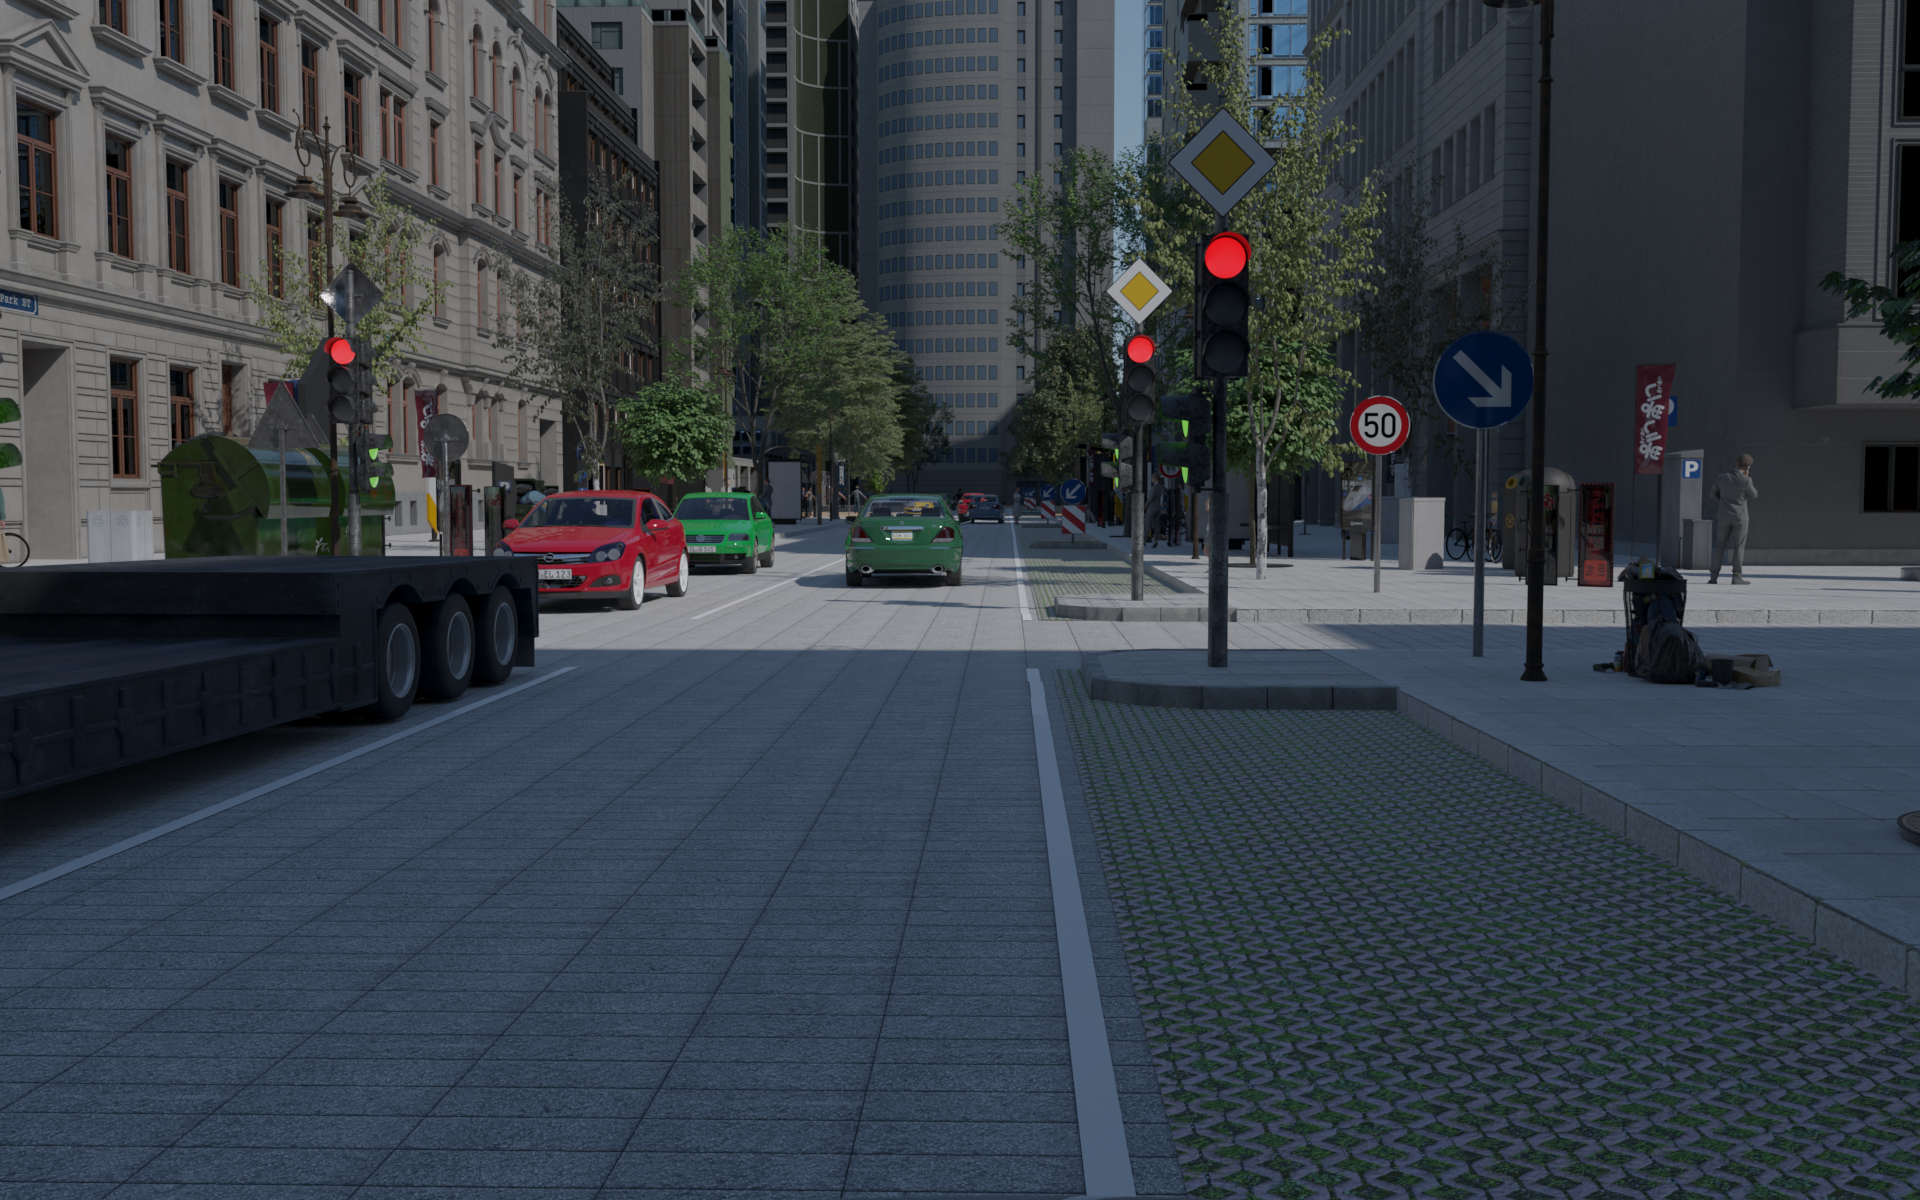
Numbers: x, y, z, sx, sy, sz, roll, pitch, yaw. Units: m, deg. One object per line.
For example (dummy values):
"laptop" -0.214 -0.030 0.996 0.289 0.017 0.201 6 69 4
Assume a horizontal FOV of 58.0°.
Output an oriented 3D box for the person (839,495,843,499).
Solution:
"person" -9.043 -7.333 126.642 1.217 1.736 0.721 3 5 41

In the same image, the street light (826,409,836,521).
"street light" -6.123 -6.680 82.013 0.468 5.910 1.993 0 4 2

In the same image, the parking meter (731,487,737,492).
"parking meter" -8.071 -3.236 61.321 0.372 1.533 0.369 0 3 0

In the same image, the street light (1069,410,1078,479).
"street light" 6.236 -7.503 95.460 0.468 5.910 1.993 0 4 2

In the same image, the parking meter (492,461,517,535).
"parking meter" -8.124 -1.541 30.899 0.399 1.863 0.255 -2 4 -24

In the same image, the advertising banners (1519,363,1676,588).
"advertising banners" 8.744 -1.691 23.833 2.074 3.025 0.090 3 5 39

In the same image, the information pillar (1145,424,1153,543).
"information pillar" 4.998 -3.324 45.705 0.183 3.616 0.504 0 4 5

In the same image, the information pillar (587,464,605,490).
"information pillar" -8.825 -2.295 42.008 0.304 2.012 0.304 2 4 34

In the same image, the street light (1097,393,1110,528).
"street light" 5.402 -5.630 64.846 0.468 5.910 1.993 0 4 2

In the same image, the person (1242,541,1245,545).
"person" 7.363 -2.312 43.751 0.836 1.842 0.656 3 5 41

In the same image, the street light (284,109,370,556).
"street light" -7.738 -2.969 21.332 0.468 5.910 1.993 0 4 2

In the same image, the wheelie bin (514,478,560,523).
"wheelie bin" -9.729 -1.922 39.329 0.980 1.594 0.693 1 4 20

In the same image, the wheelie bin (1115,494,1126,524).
"wheelie bin" 6.963 -4.027 73.754 0.980 1.594 0.693 1 4 14

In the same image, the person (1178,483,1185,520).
"person" 10.571 -4.684 82.900 0.678 1.792 0.850 2 4 34

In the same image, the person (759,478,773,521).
"person" -7.050 -3.476 62.683 0.447 1.846 0.655 2 4 25

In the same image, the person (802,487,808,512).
"person" -11.037 -7.134 123.140 0.568 1.767 0.683 3 5 41

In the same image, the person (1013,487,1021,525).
"person" 2.709 -4.350 80.197 0.524 1.755 0.480 2 4 34

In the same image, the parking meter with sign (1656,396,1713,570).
"parking meter with sign" 12.480 -2.062 29.974 0.543 3.016 1.738 0 4 -3

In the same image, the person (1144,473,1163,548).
"person" 4.522 -2.136 41.247 0.573 1.790 0.520 1 4 16

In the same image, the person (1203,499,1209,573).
"person" 4.160 -1.042 28.098 0.382 1.210 0.505 -1 4 -14

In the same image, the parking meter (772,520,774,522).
"parking meter" -8.400 -4.310 78.883 0.372 1.533 0.369 0 3 0

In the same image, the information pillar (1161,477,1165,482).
"information pillar" 8.635 -4.274 74.369 0.304 2.012 0.304 0 4 8

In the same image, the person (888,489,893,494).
"person" -6.755 -9.937 168.969 0.683 1.767 0.568 2 4 30

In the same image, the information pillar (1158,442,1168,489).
"information pillar" 9.027 -5.252 77.224 0.504 3.616 0.183 2 4 29

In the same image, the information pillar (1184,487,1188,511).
"information pillar" 9.849 -5.057 74.035 0.504 3.616 0.183 0 4 7

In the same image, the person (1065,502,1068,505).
"person" 8.309 -7.753 133.607 0.445 1.727 0.742 -2 4 -30

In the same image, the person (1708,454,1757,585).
"person" 10.985 -1.149 24.630 0.655 1.846 0.447 3 5 44

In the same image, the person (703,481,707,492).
"person" -10.228 -3.846 69.017 0.778 1.811 0.616 -3 4 -36

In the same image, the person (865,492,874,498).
"person" -8.724 -9.939 168.627 1.350 1.814 0.705 1 4 18

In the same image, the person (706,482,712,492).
"person" -11.362 -4.365 77.261 0.661 1.843 0.795 0 4 -5

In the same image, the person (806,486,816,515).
"person" -8.907 -5.919 103.545 0.721 1.735 1.217 1 4 20

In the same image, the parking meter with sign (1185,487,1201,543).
"parking meter with sign" 6.332 -3.025 45.716 0.543 3.016 1.738 -1 4 -8

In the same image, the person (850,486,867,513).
"person" -6.859 -6.693 115.554 1.350 1.814 0.705 2 4 24

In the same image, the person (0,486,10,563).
"person" -13.021 -1.045 23.120 0.794 1.824 0.713 -1 4 -21

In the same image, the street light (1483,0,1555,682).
"street light" 3.954 -2.383 11.756 0.468 5.910 1.993 0 4 2

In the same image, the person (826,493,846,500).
"person" -7.284 -5.808 101.709 1.217 1.736 0.721 0 4 8

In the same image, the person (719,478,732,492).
"person" -7.107 -2.881 53.353 0.583 1.804 0.606 2 4 26

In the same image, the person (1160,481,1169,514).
"person" 7.575 -3.540 64.269 0.623 1.781 0.721 3 5 40

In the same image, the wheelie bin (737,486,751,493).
"wheelie bin" -8.791 -3.790 69.878 0.693 1.594 0.980 -2 4 -33

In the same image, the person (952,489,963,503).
"person" 0.002 -7.930 137.782 1.348 1.869 0.705 -1 4 -10

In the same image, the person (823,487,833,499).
"person" -8.592 -6.714 115.820 1.348 1.824 0.705 2 4 32

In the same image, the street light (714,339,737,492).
"street light" -6.975 -4.825 51.674 0.468 5.910 1.993 0 4 2

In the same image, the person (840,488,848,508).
"person" -11.153 -9.706 164.719 1.348 1.826 0.705 1 4 13

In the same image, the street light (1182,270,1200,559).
"street light" 4.645 -3.743 33.983 0.468 5.910 1.993 0 4 2

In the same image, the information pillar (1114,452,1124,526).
"information pillar" 6.398 -4.797 69.785 0.183 3.616 0.504 3 4 39

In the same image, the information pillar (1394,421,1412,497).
"information pillar" 12.119 -3.429 47.411 0.504 3.616 0.183 3 5 44

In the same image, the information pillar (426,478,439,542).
"information pillar" -14.129 -3.362 46.330 0.183 3.616 0.504 1 4 9
